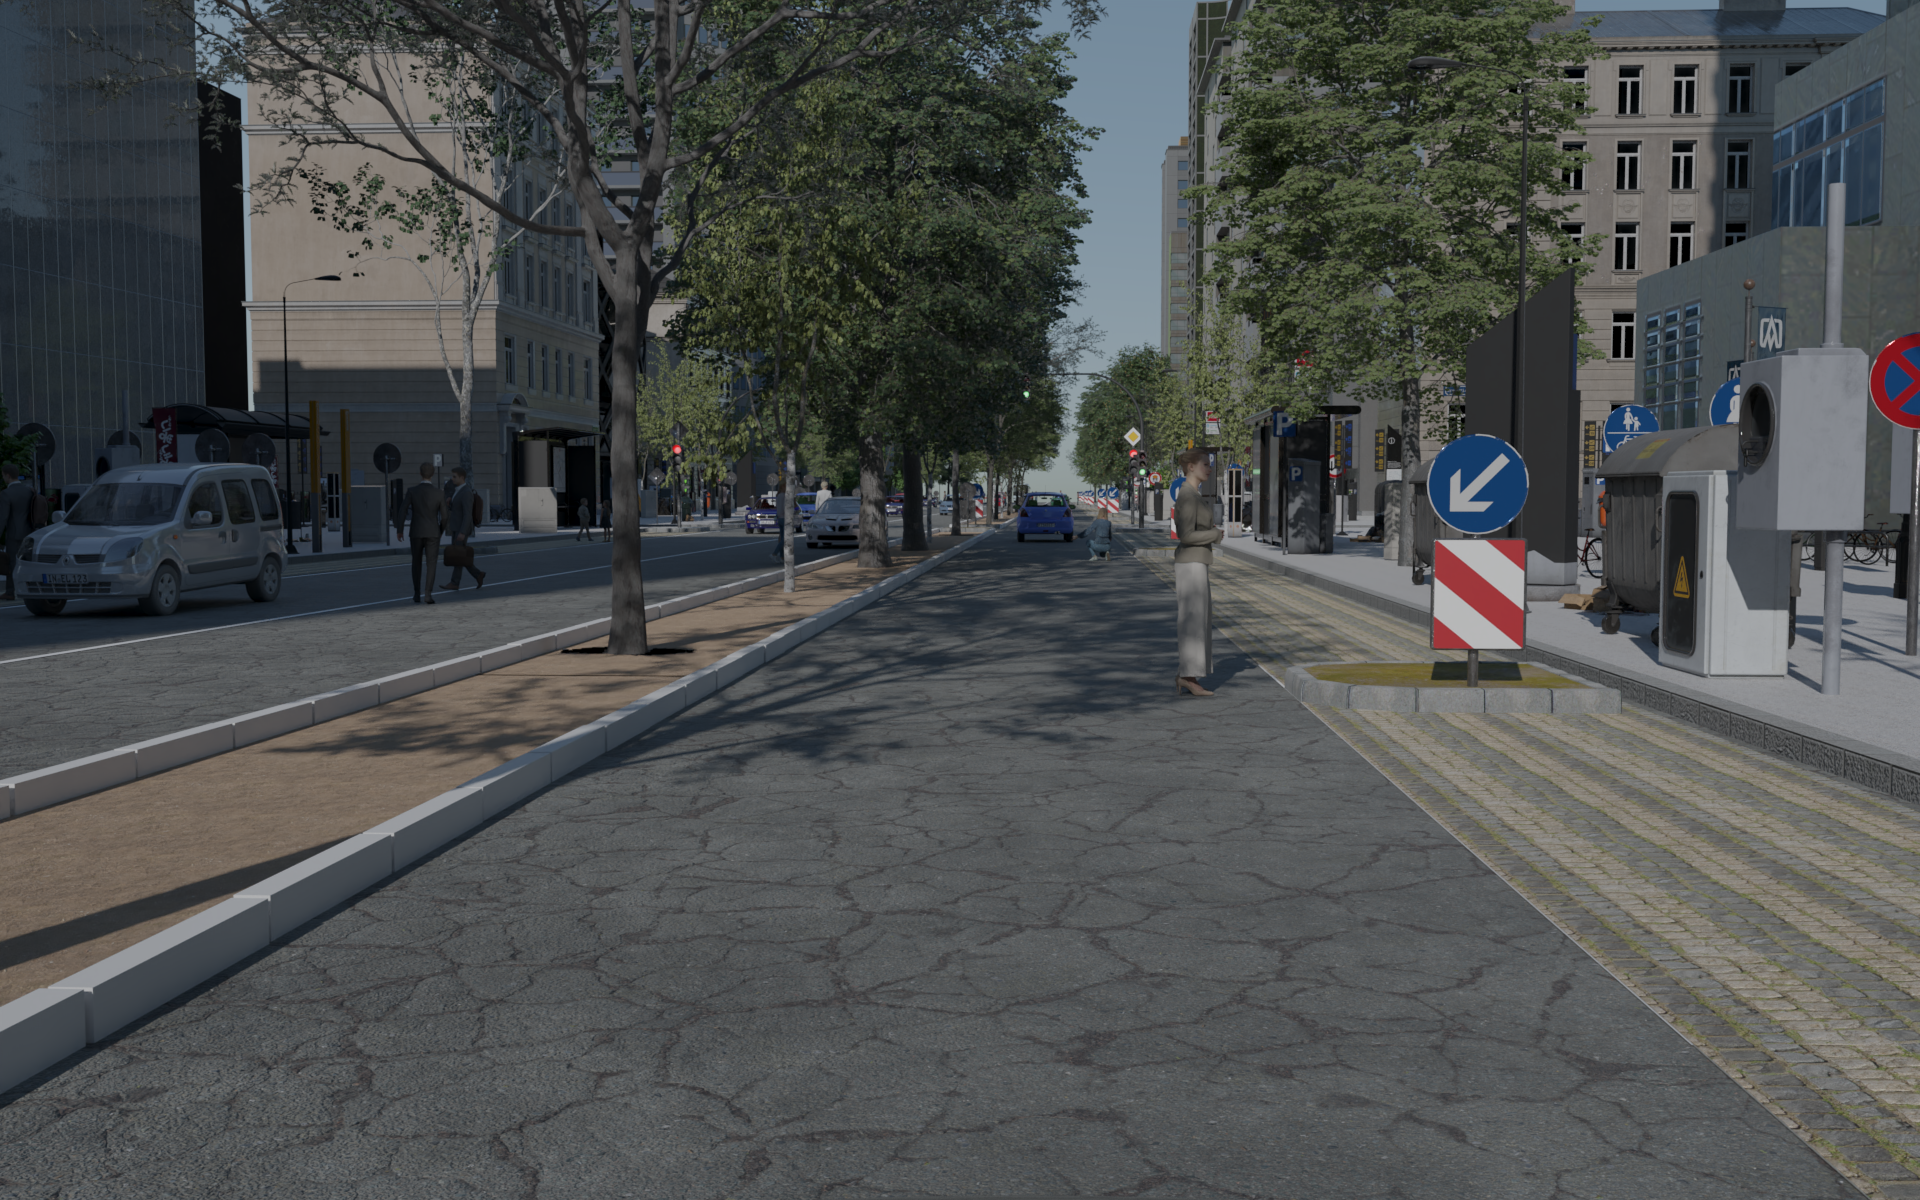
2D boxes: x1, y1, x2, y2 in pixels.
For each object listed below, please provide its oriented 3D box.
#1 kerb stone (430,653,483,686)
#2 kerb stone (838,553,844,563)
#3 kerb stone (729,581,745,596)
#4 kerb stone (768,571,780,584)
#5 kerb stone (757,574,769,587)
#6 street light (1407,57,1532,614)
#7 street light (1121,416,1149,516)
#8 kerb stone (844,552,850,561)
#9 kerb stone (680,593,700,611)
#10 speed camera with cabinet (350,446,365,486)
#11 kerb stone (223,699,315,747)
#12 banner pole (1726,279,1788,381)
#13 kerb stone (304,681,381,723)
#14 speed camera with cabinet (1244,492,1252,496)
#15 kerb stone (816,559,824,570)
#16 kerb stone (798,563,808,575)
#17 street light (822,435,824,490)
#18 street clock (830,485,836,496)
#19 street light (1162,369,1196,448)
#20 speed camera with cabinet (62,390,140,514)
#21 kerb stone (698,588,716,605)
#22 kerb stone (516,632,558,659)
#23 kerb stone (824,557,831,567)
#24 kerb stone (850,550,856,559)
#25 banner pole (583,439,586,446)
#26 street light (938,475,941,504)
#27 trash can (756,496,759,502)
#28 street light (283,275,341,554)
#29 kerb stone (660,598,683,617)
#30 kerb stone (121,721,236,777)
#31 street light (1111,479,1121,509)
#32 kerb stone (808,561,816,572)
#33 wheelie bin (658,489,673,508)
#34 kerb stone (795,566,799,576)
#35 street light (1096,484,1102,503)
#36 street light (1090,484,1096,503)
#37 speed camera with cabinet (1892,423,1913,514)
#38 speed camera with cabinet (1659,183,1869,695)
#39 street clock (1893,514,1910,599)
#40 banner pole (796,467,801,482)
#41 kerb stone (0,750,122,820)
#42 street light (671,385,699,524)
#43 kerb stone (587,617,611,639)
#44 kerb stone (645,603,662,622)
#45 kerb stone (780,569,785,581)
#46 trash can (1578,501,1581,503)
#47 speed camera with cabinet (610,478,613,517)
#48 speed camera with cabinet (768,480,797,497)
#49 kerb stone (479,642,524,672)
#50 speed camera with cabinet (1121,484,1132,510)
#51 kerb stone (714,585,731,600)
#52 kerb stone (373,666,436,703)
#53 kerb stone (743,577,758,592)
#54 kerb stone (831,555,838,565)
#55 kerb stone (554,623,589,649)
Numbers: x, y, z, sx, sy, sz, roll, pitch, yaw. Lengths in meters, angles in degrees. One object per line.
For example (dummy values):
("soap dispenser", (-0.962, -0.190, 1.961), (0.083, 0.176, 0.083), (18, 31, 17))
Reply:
("kerb stone", (-3.908, 0.551, 13.284), (0.120, 0.150, 1.000), (0, 4, 3))
("kerb stone", (-2.568, -0.833, 35.814), (0.120, 0.150, 1.000), (0, 4, 3))
("kerb stone", (-3.235, -0.140, 24.539), (0.120, 0.150, 1.000), (0, 4, 3))
("kerb stone", (-3.057, -0.331, 27.615), (0.120, 0.150, 1.000), (0, 4, 3))
("kerb stone", (-3.117, -0.269, 26.588), (0.120, 0.150, 1.000), (0, 4, 3))
("street light", (5.455, -2.814, 18.546), (1.470, 5.913, 1.316), (0, 4, 3))
("street light", (10.475, -7.950, 102.523), (1.470, 5.913, 1.316), (0, 4, 3))
("kerb stone", (-2.504, -0.895, 36.834), (0.120, 0.150, 1.000), (0, 4, 3))
("kerb stone", (-3.417, 0.044, 21.470), (0.120, 0.150, 1.000), (0, 4, 3))
("speed camera with cabinet", (-21.985, -4.225, 63.419), (0.660, 3.252, 2.038), (-2, 4, -32))
("kerb stone", (-4.096, 0.735, 10.218), (0.120, 0.150, 1.000), (0, 4, 3))
("banner pole", (9.395, -1.856, 20.367), (0.863, 3.779, 0.401), (-2, 4, -25))
("kerb stone", (-4.032, 0.670, 11.241), (0.120, 0.150, 1.000), (0, 4, 3))
("speed camera with cabinet", (22.213, -8.328, 130.495), (2.038, 3.252, 0.660), (1, 4, 9))
("kerb stone", (-2.745, -0.641, 32.730), (0.120, 0.150, 1.000), (0, 4, 3))
("kerb stone", (-2.867, -0.519, 30.689), (0.120, 0.150, 1.000), (0, 4, 3))
("street light", (-8.925, -8.994, 119.592), (1.470, 5.913, 1.316), (0, 4, 3))
("street clock", (-10.025, -8.073, 136.566), (0.471, 2.002, 0.358), (3, 4, 38))
("street light", (8.199, -5.620, 64.435), (1.470, 5.913, 1.316), (0, 4, 3))
("speed camera with cabinet", (-16.539, -2.384, 33.318), (2.038, 3.252, 0.660), (3, 4, 38))
("kerb stone", (-3.361, -0.018, 22.495), (0.120, 0.150, 1.000), (0, 4, 3))
("kerb stone", (-3.785, 0.420, 15.326), (0.120, 0.150, 1.000), (0, 4, 3))
("kerb stone", (-2.687, -0.707, 33.761), (0.120, 0.150, 1.000), (0, 4, 3))
("kerb stone", (-2.454, -0.954, 37.855), (0.120, 0.150, 1.000), (0, 4, 3))
("banner pole", (-17.257, -5.426, 78.735), (0.863, 3.779, 0.401), (-3, 5, -44))
("street light", (-2.205, -15.962, 233.523), (1.470, 5.913, 1.316), (0, 4, 3))
("trash can", (-13.627, -6.293, 114.541), (0.748, 1.137, 0.748), (0, 3, 0))
("street light", (-13.814, -3.937, 36.904), (1.470, 5.913, 1.316), (0, 4, 3))
("kerb stone", (-3.475, 0.107, 20.446), (0.120, 0.150, 1.000), (0, 4, 3))
("kerb stone", (-4.159, 0.795, 9.198), (0.120, 0.150, 1.000), (0, 4, 3))
("street light", (13.266, -10.723, 147.860), (1.470, 5.913, 1.316), (0, 4, 3))
("kerb stone", (-2.813, -0.582, 31.710), (0.120, 0.150, 1.000), (0, 4, 3))
("wheelie bin", (-18.072, -6.016, 106.277), (0.980, 1.594, 0.693), (0, 4, -4))
("kerb stone", (-2.932, -0.455, 29.669), (0.120, 0.150, 1.000), (0, 4, 3))
("street light", (15.085, -12.605, 178.639), (1.470, 5.913, 1.316), (0, 4, 3))
("street light", (17.787, -15.397, 224.284), (1.470, 5.913, 1.316), (0, 4, 3))
("speed camera with cabinet", (12.017, -1.586, 20.271), (2.038, 3.252, 0.660), (0, 4, -6))
("speed camera with cabinet", (5.439, -1.070, 11.837), (0.660, 3.252, 2.038), (0, 4, 3))
("street clock", (11.601, -1.019, 21.225), (0.358, 2.002, 0.471), (1, 4, 10))
("banner pole", (-12.735, -8.858, 134.852), (0.863, 3.779, 0.401), (-1, 4, -23))
("kerb stone", (-4.214, 0.858, 8.170), (0.120, 0.150, 1.000), (0, 4, 3))
("street light", (-11.673, -6.201, 73.935), (1.470, 5.913, 1.316), (0, 4, 3))
("kerb stone", (-3.663, 0.295, 17.377), (0.120, 0.150, 1.000), (0, 4, 3))
("kerb stone", (-3.551, 0.169, 19.426), (0.120, 0.150, 1.000), (0, 4, 3))
("kerb stone", (-2.993, -0.394, 28.636), (0.120, 0.150, 1.000), (0, 4, 3))
("trash can", (11.992, -1.404, 34.603), (0.748, 1.137, 0.748), (0, 3, 0))
("speed camera with cabinet", (-18.343, -6.013, 92.655), (0.660, 3.252, 2.038), (0, 4, -5))
("speed camera with cabinet", (-11.148, -6.999, 108.768), (0.660, 3.252, 2.038), (3, 4, 39))
("kerb stone", (-3.842, 0.489, 14.306), (0.120, 0.150, 1.000), (0, 4, 3))
("speed camera with cabinet", (13.684, -8.997, 141.441), (0.660, 3.252, 2.038), (1, 4, 18))
("kerb stone", (-3.299, -0.081, 23.515), (0.120, 0.150, 1.000), (0, 4, 3))
("kerb stone", (-3.968, 0.610, 12.261), (0.120, 0.150, 1.000), (0, 4, 3))
("kerb stone", (-3.170, -0.204, 25.560), (0.120, 0.150, 1.000), (0, 4, 3))
("kerb stone", (-2.631, -0.770, 34.791), (0.120, 0.150, 1.000), (0, 4, 3))
("kerb stone", (-3.719, 0.358, 16.346), (0.120, 0.150, 1.000), (0, 4, 3))
